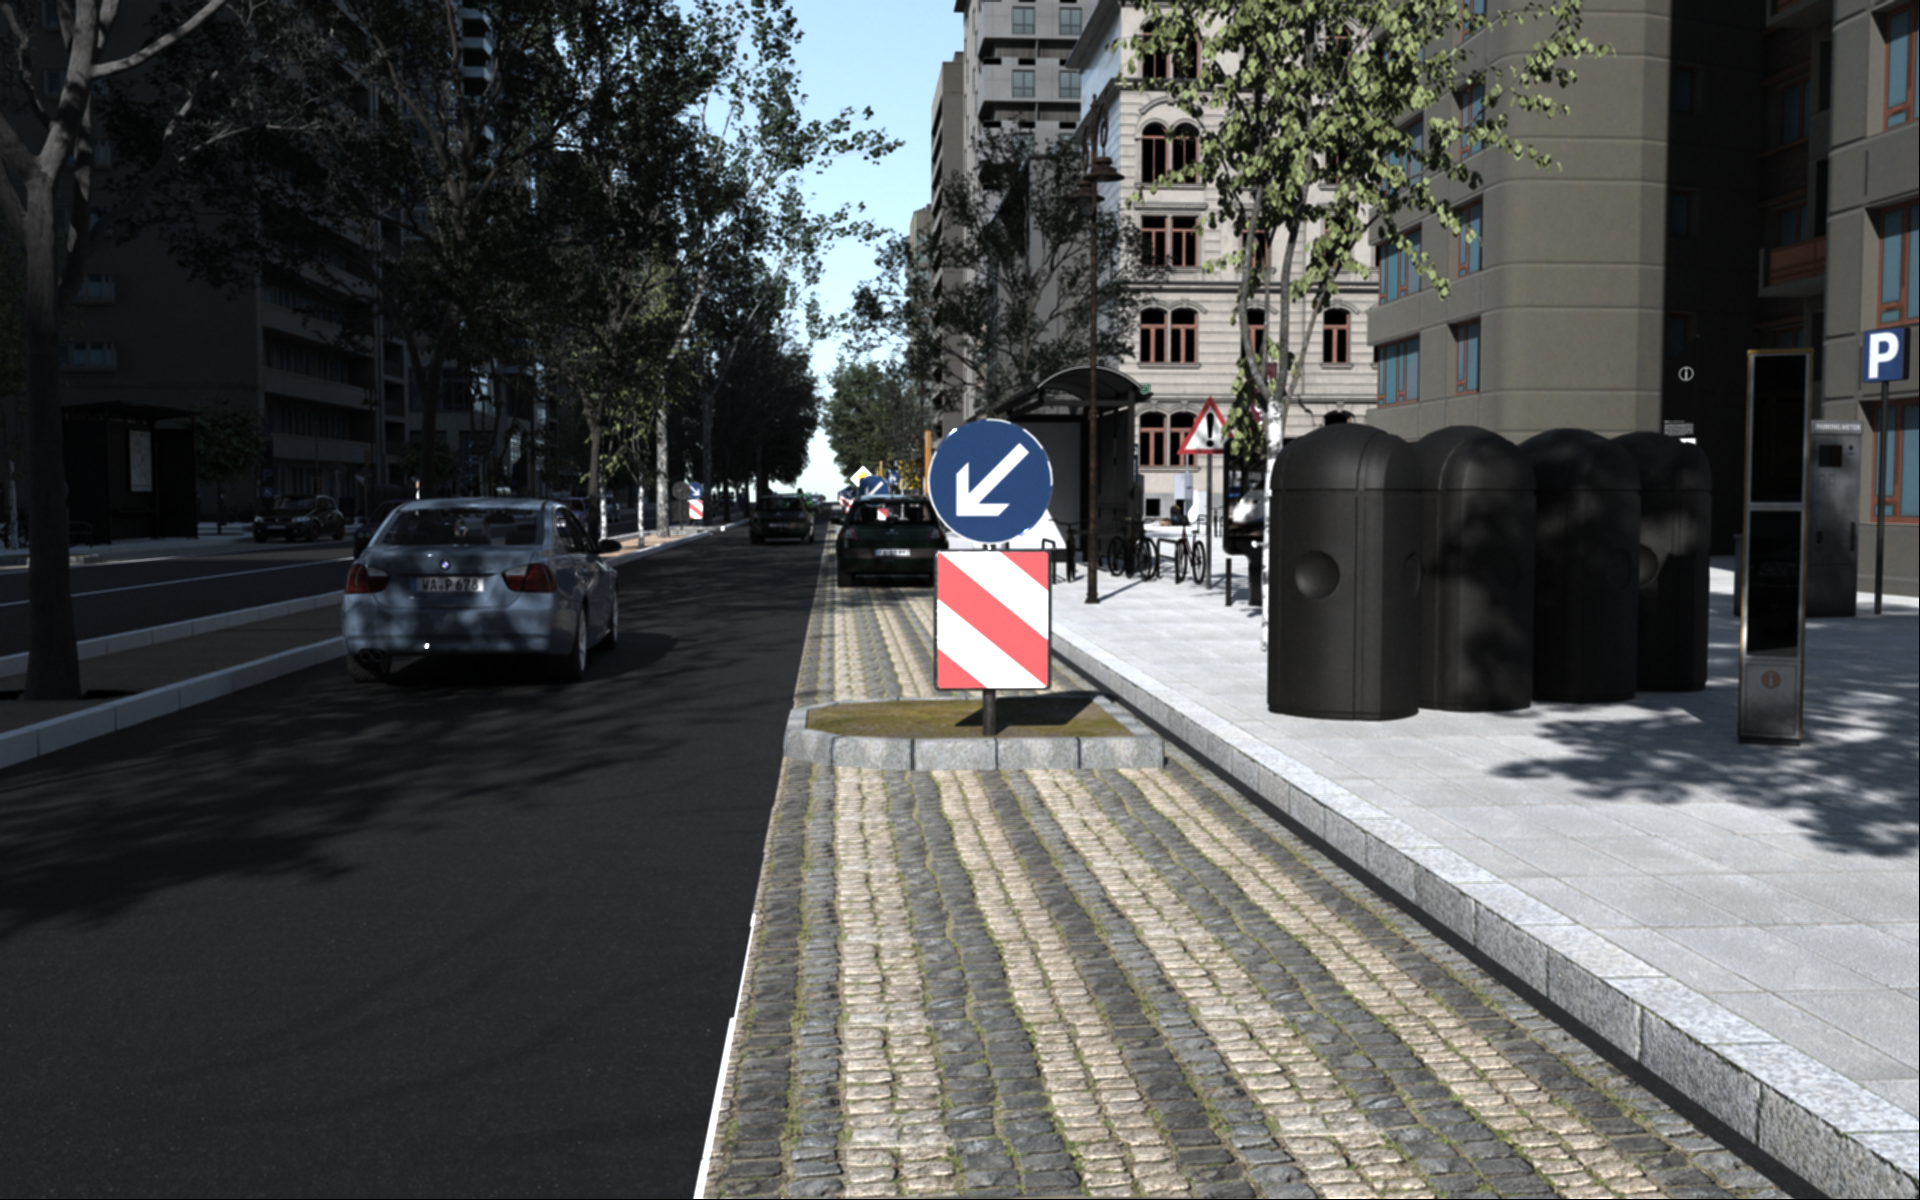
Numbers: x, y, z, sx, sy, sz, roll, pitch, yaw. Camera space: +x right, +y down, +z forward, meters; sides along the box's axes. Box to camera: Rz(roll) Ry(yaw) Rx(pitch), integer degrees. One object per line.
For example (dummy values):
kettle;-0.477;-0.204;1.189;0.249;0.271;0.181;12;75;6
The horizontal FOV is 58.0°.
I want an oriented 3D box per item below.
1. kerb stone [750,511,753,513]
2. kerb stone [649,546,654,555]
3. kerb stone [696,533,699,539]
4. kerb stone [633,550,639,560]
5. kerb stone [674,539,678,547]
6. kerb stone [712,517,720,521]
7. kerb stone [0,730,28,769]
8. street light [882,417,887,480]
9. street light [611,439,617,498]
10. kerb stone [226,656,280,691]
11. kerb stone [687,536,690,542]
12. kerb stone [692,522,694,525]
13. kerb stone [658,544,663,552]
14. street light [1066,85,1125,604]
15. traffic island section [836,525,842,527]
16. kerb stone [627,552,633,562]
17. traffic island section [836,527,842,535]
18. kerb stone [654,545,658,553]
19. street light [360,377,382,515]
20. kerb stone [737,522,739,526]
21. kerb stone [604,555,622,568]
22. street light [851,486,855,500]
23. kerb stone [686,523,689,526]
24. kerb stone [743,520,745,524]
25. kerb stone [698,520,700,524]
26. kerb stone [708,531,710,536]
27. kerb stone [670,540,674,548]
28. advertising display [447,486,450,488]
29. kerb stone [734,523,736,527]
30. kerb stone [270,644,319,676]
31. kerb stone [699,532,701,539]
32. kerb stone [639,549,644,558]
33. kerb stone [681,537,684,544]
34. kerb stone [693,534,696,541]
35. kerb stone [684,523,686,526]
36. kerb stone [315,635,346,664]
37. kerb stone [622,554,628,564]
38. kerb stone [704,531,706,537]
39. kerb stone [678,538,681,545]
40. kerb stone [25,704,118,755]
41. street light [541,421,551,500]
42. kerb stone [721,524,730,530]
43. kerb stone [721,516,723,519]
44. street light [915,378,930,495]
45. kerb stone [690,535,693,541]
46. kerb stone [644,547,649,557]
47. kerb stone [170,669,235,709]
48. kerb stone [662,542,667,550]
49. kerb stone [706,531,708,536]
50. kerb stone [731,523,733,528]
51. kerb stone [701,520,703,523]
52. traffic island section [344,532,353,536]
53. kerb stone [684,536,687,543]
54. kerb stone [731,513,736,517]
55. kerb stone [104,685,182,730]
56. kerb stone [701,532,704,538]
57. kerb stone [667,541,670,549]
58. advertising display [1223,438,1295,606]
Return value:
kerb stone;-16.675;-7.216;140.179;0.120;0.150;1.000;0;4;-4
kerb stone;-7.356;-1.128;40.640;0.120;0.150;1.000;0;4;-4
kerb stone;-8.314;-1.940;53.922;0.120;0.150;1.000;0;4;-4
kerb stone;-7.139;-0.940;37.580;0.120;0.150;1.000;0;4;-4
kerb stone;-7.804;-1.503;46.777;0.120;0.150;1.000;0;4;-4
kerb stone;-13.414;-4.466;95.207;0.120;0.150;1.000;0;4;-4
kerb stone;-5.060;0.812;8.948;0.120;0.150;1.000;0;4;-4
street light;-4.387;-7.948;102.732;0.468;5.910;1.993;0;4;-4
street light;-28.875;-10.503;144.508;0.468;5.910;1.993;0;4;-4
kerb stone;-5.360;0.561;13.037;0.120;0.150;1.000;0;4;-4
kerb stone;-8.101;-1.752;50.861;0.120;0.150;1.000;0;4;-4
kerb stone;-12.153;-3.403;77.846;0.120;0.150;1.000;0;4;-4
kerb stone;-7.501;-1.251;42.686;0.120;0.150;1.000;0;4;-4
street light;1.555;-2.899;20.182;0.468;5.910;1.993;0;4;-4
traffic island section;-3.984;-2.884;69.432;2.009;0.180;2.903;0;4;-4
kerb stone;-7.067;-0.879;36.560;0.120;0.150;1.000;0;4;-4
traffic island section;-3.407;-2.397;61.468;2.009;0.180;2.903;0;4;-4
kerb stone;-7.429;-1.190;41.660;0.120;0.150;1.000;0;4;-4
street light;-23.328;-5.867;68.716;0.468;5.910;1.993;0;4;-4
kerb stone;-9.906;-3.283;75.904;0.120;0.150;1.000;0;4;-4
kerb stone;-6.920;-0.754;34.519;0.120;0.150;1.000;0;4;-4
street light;-18.994;-20.218;303.345;0.468;5.910;1.993;0;4;-4
kerb stone;-11.933;-3.211;74.775;0.120;0.150;1.000;0;4;-4
kerb stone;-10.278;-3.593;81.016;0.120;0.150;1.000;0;4;-4
kerb stone;-12.376;-3.587;80.908;0.120;0.150;1.000;0;4;-4
kerb stone;-8.687;-2.252;59.020;0.120;0.150;1.000;0;4;-4
kerb stone;-7.729;-1.441;45.757;0.120;0.150;1.000;0;4;-4
advertising display;-39.604;-7.882;134.076;0.123;1.923;0.974;-1;4;-9
kerb stone;-9.763;-3.160;73.853;0.120;0.150;1.000;0;4;-4
kerb stone;-5.442;0.497;14.069;0.120;0.150;1.000;0;4;-4
kerb stone;-8.398;-1.995;54.941;0.120;0.150;1.000;0;4;-4
kerb stone;-7.207;-1.003;38.601;0.120;0.150;1.000;0;4;-4
kerb stone;-7.953;-1.629;48.821;0.120;0.150;1.000;0;4;-4
kerb stone;-8.243;-1.878;52.902;0.120;0.150;1.000;0;4;-4
kerb stone;-11.859;-3.147;73.755;0.120;0.150;1.000;0;4;-4
kerb stone;-5.508;0.438;15.095;0.120;0.150;1.000;0;4;-4
kerb stone;-6.984;-0.816;35.540;0.120;0.150;1.000;0;4;-4
kerb stone;-8.539;-2.128;56.981;0.120;0.150;1.000;0;4;-4
kerb stone;-7.873;-1.565;47.801;0.120;0.150;1.000;0;4;-4
kerb stone;-5.136;0.750;9.976;0.120;0.150;1.000;0;4;-4
street light;-26.277;-8.393;110.013;0.468;5.910;1.993;0;4;-4
kerb stone;-9.470;-2.903;69.776;0.120;0.150;1.000;0;4;-4
kerb stone;-13.567;-4.590;97.255;0.120;0.150;1.000;0;4;-4
street light;-1.339;-5.404;61.139;0.468;5.910;1.993;0;4;-4
kerb stone;-8.173;-1.816;51.880;0.120;0.150;1.000;0;4;-4
kerb stone;-7.288;-1.066;39.620;0.120;0.150;1.000;0;4;-4
kerb stone;-5.284;0.622;12.018;0.120;0.150;1.000;0;4;-4
kerb stone;-7.578;-1.316;43.705;0.120;0.150;1.000;0;4;-4
kerb stone;-8.622;-2.190;58.000;0.120;0.150;1.000;0;4;-4
kerb stone;-9.615;-3.035;71.815;0.120;0.150;1.000;0;4;-4
kerb stone;-12.676;-3.837;84.995;0.120;0.150;1.000;0;4;-4
traffic island section;-20.654;-2.321;60.228;2.009;0.180;2.903;0;4;-4
kerb stone;-8.031;-1.691;49.841;0.120;0.150;1.000;0;4;-4
kerb stone;-14.668;-5.526;112.576;0.120;0.150;1.000;0;4;-4
kerb stone;-5.209;0.685;10.995;0.120;0.150;1.000;0;4;-4
kerb stone;-8.468;-2.061;55.961;0.120;0.150;1.000;0;4;-4
kerb stone;-7.655;-1.378;44.729;0.120;0.150;1.000;0;4;-4
advertising display;3.503;-0.895;19.851;0.974;1.923;0.123;0;4;-6
